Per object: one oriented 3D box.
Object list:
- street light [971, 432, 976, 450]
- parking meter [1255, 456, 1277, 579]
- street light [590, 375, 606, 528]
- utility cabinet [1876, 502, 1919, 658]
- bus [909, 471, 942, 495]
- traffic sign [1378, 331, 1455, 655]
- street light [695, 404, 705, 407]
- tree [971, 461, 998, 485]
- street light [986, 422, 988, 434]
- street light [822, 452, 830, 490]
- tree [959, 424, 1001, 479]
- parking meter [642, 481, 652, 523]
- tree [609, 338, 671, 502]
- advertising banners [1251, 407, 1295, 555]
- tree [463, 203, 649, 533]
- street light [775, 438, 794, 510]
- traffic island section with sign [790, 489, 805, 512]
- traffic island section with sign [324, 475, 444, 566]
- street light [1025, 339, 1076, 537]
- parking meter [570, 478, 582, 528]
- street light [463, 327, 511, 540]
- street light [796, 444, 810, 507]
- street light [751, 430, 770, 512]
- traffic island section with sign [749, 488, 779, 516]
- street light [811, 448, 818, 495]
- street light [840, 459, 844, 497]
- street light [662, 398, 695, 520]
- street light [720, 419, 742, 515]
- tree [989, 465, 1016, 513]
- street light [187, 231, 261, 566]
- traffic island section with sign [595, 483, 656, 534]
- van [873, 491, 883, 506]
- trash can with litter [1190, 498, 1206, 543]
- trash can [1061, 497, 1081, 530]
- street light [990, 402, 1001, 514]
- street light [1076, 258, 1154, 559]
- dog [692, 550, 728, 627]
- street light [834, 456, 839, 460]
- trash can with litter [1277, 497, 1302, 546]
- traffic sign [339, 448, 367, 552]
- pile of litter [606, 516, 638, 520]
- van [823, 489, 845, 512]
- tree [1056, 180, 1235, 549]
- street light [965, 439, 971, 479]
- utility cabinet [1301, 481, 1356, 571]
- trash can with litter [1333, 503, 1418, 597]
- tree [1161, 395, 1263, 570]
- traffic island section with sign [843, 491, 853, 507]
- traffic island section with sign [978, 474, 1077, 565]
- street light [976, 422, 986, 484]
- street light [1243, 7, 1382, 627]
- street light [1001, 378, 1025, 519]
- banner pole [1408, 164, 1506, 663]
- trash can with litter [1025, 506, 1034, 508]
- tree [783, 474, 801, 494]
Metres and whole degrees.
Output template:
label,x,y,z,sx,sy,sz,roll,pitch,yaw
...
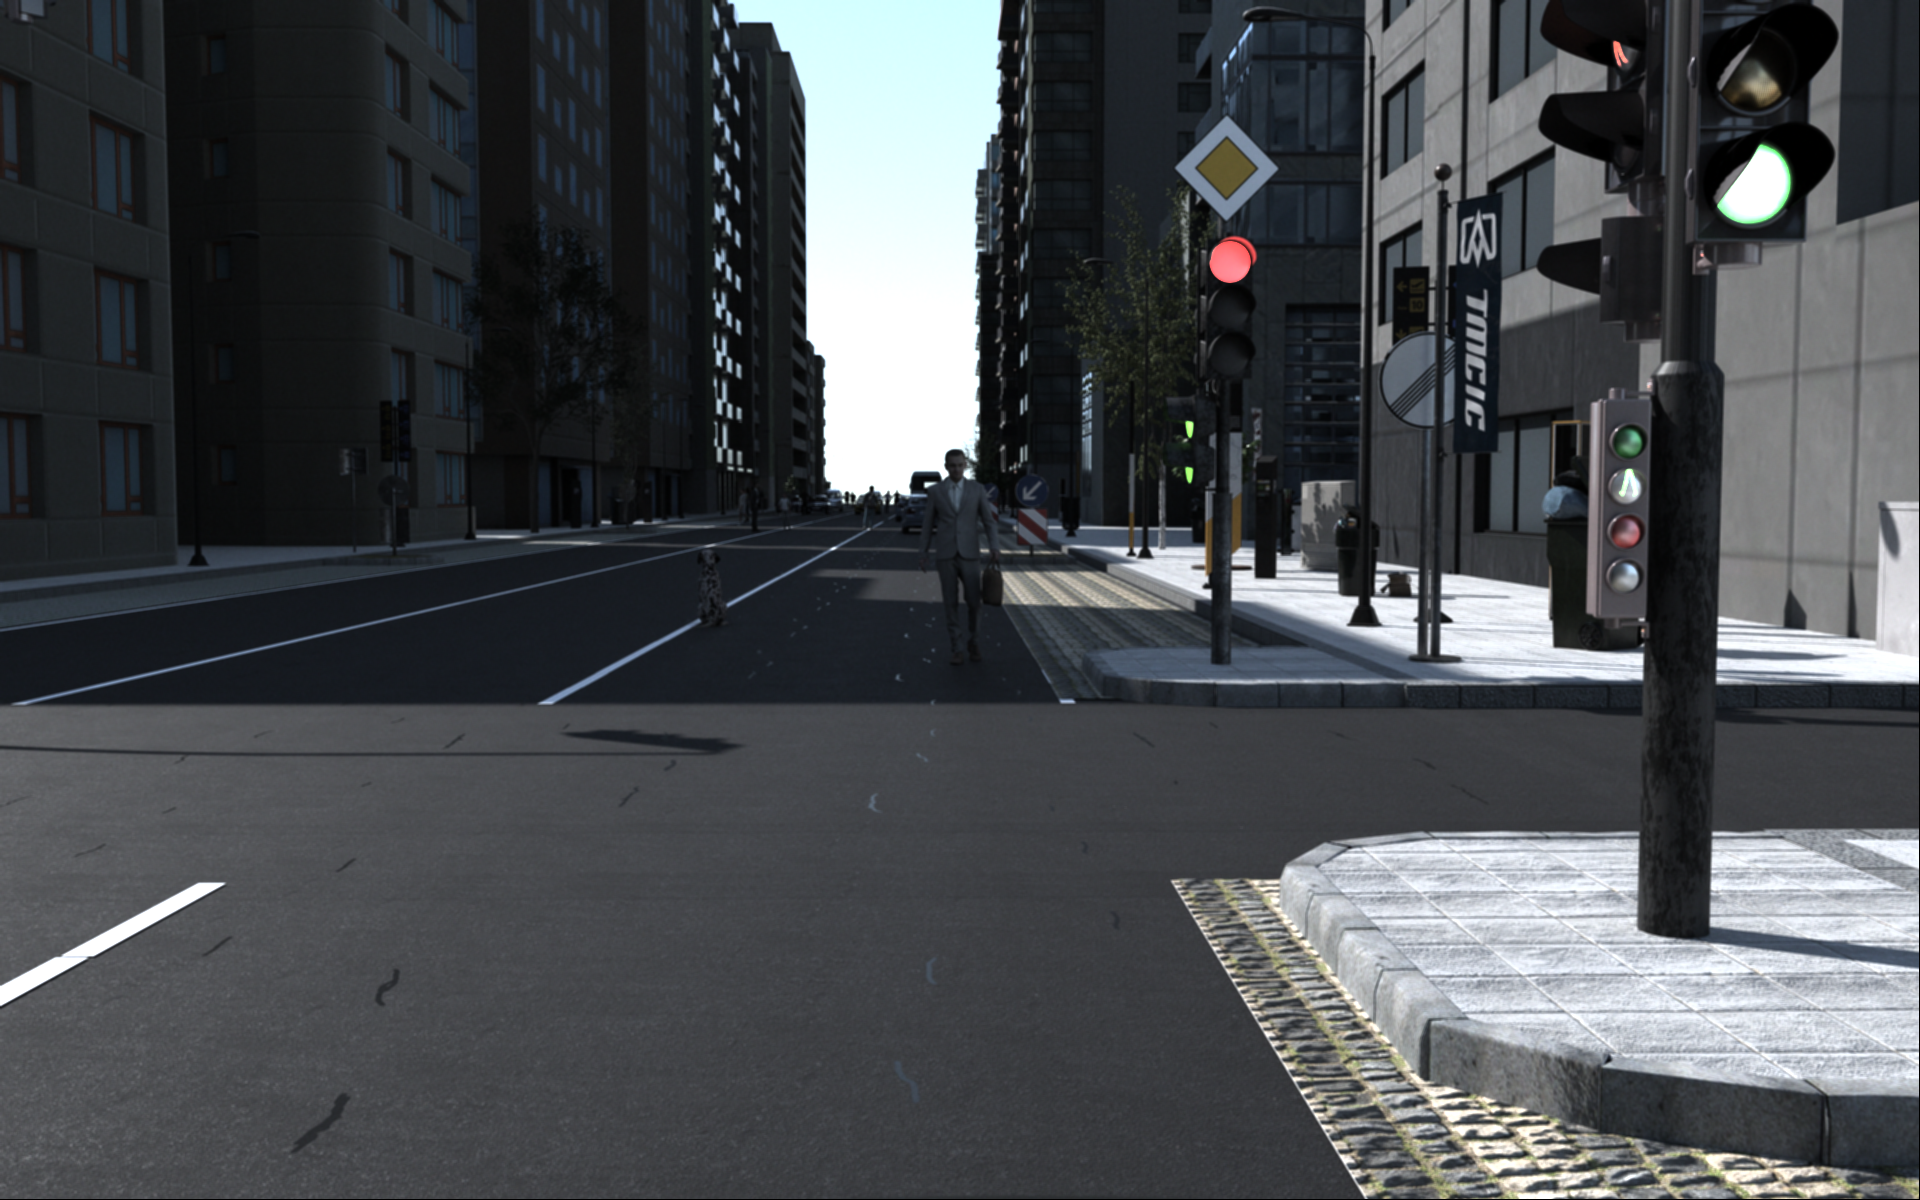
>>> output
label,x,y,z,sx,sy,sz,roll,pitch,yaw
street light,1.786,-9.556,128.778,1.470,5.913,1.316,0,4,-1
parking meter,4.661,-1.264,26.378,0.255,1.863,0.399,2,4,24
street light,-13.486,-5.736,66.321,1.470,5.913,1.316,0,4,-1
utility cabinet,7.660,-0.155,13.695,0.306,1.237,1.020,0,4,1
bus,-2.822,-9.184,145.025,2.948,3.499,13.247,0,4,-1
traffic sign,3.667,-0.828,13.647,0.768,2.556,0.104,0,4,5
street light,-13.925,-7.176,89.864,1.470,5.913,1.316,0,4,-1
tree,2.764,-11.565,172.796,4.285,4.588,4.351,0,3,0
street light,2.302,-7.392,93.402,1.470,5.913,1.316,0,4,-1
street light,-15.334,-13.374,191.213,1.470,5.913,1.316,0,4,-1
tree,2.079,-14.070,180.402,4.737,8.622,4.395,0,3,0
parking meter,-13.878,-4.353,76.876,0.399,1.863,0.255,0,4,0
tree,-15.569,-7.979,80.818,4.360,8.622,3.978,0,3,0
advertising banners,6.446,-2.421,35.766,0.090,3.025,2.074,2,4,35
tree,-14.071,-7.469,56.531,8.767,10.594,7.601,0,4,1
street light,-14.652,-10.462,143.597,1.470,5.913,1.316,0,4,-1
traffic island section with sign,-13.209,-8.023,139.798,1.989,1.847,2.006,0,4,-1
traffic island section with sign,-11.672,-1.634,35.349,1.989,1.847,2.006,0,4,-1
street light,2.810,-4.864,52.060,1.470,5.913,1.316,0,4,-1
parking meter,-14.347,-3.610,64.740,0.399,1.863,0.255,-2,4,-26
street light,-13.202,-4.641,48.428,1.470,5.913,1.316,0,4,-1
street light,-15.021,-11.539,161.205,1.470,5.913,1.316,0,4,-1
street light,-14.477,-9.385,125.986,1.470,5.913,1.316,0,4,-1
traffic island section with sign,-12.813,-6.374,112.846,1.989,1.847,2.006,0,4,-1
street light,-15.036,-12.257,172.945,1.470,5.913,1.316,0,4,-1
street light,-15.901,-15.599,227.577,1.470,5.913,1.316,0,4,-1
street light,-13.825,-6.824,84.106,1.470,5.913,1.316,0,4,-1
street light,-14.217,-8.269,107.738,1.470,5.913,1.316,0,4,-1
tree,2.669,-7.448,116.371,1.663,3.219,1.824,0,3,0
street light,-13.060,-3.560,30.754,1.470,5.913,1.316,0,4,-1
traffic island section with sign,-12.079,-3.311,62.766,1.989,1.847,2.006,0,4,-1
van,-10.515,-12.732,215.180,2.013,2.044,4.112,0,4,-2
trash can with litter,6.543,-2.075,45.311,1.055,1.170,0.624,3,4,37
trash can,3.967,-3.080,62.012,0.748,1.137,0.748,0,3,0
street light,2.377,-7.042,87.675,1.470,5.913,1.316,0,4,-1
street light,3.147,-3.779,34.325,1.470,5.913,1.316,0,4,-1
dog,-2.799,-0.124,18.858,0.513,0.831,0.800,2,4,24
street light,-15.679,-14.458,208.934,1.470,5.913,1.316,0,4,-1
trash can with litter,8.471,-1.914,42.350,1.678,1.210,2.233,-2,4,-28
traffic sign,-13.325,-2.198,38.065,0.606,2.300,0.079,0,4,1
pile of litter,-16.620,-4.317,84.554,1.719,0.858,1.176,1,4,18
van,-10.395,-8.204,141.152,2.013,2.044,4.112,0,4,-3
tree,4.461,-5.485,40.034,4.737,8.622,4.395,0,3,0
street light,1.389,-10.633,146.386,1.470,5.913,1.316,0,4,-1
utility cabinet,6.152,-1.244,29.025,0.318,1.500,1.173,-1,4,-21
trash can with litter,5.258,-0.641,21.862,1.055,1.170,0.624,1,4,10
tree,4.502,-2.142,29.621,1.663,3.219,1.824,0,3,0
traffic island section with sign,-14.399,-13.037,221.774,1.989,1.847,2.006,0,4,-1
traffic island section with sign,1.340,-1.662,35.804,1.989,1.847,2.006,0,4,-1
street light,1.947,-8.469,111.010,1.470,5.913,1.316,0,4,-1
street light,3.403,-2.702,16.715,1.470,5.913,1.316,0,4,-1
street light,2.509,-5.945,69.739,1.470,5.913,1.316,0,4,-1
banner pole,3.765,-1.407,13.030,0.401,3.779,0.863,-2,4,-27
trash can with litter,3.844,-4.697,88.184,1.055,1.170,0.624,1,4,22
tree,-15.888,-10.302,163.040,1.663,3.219,1.824,0,3,0
